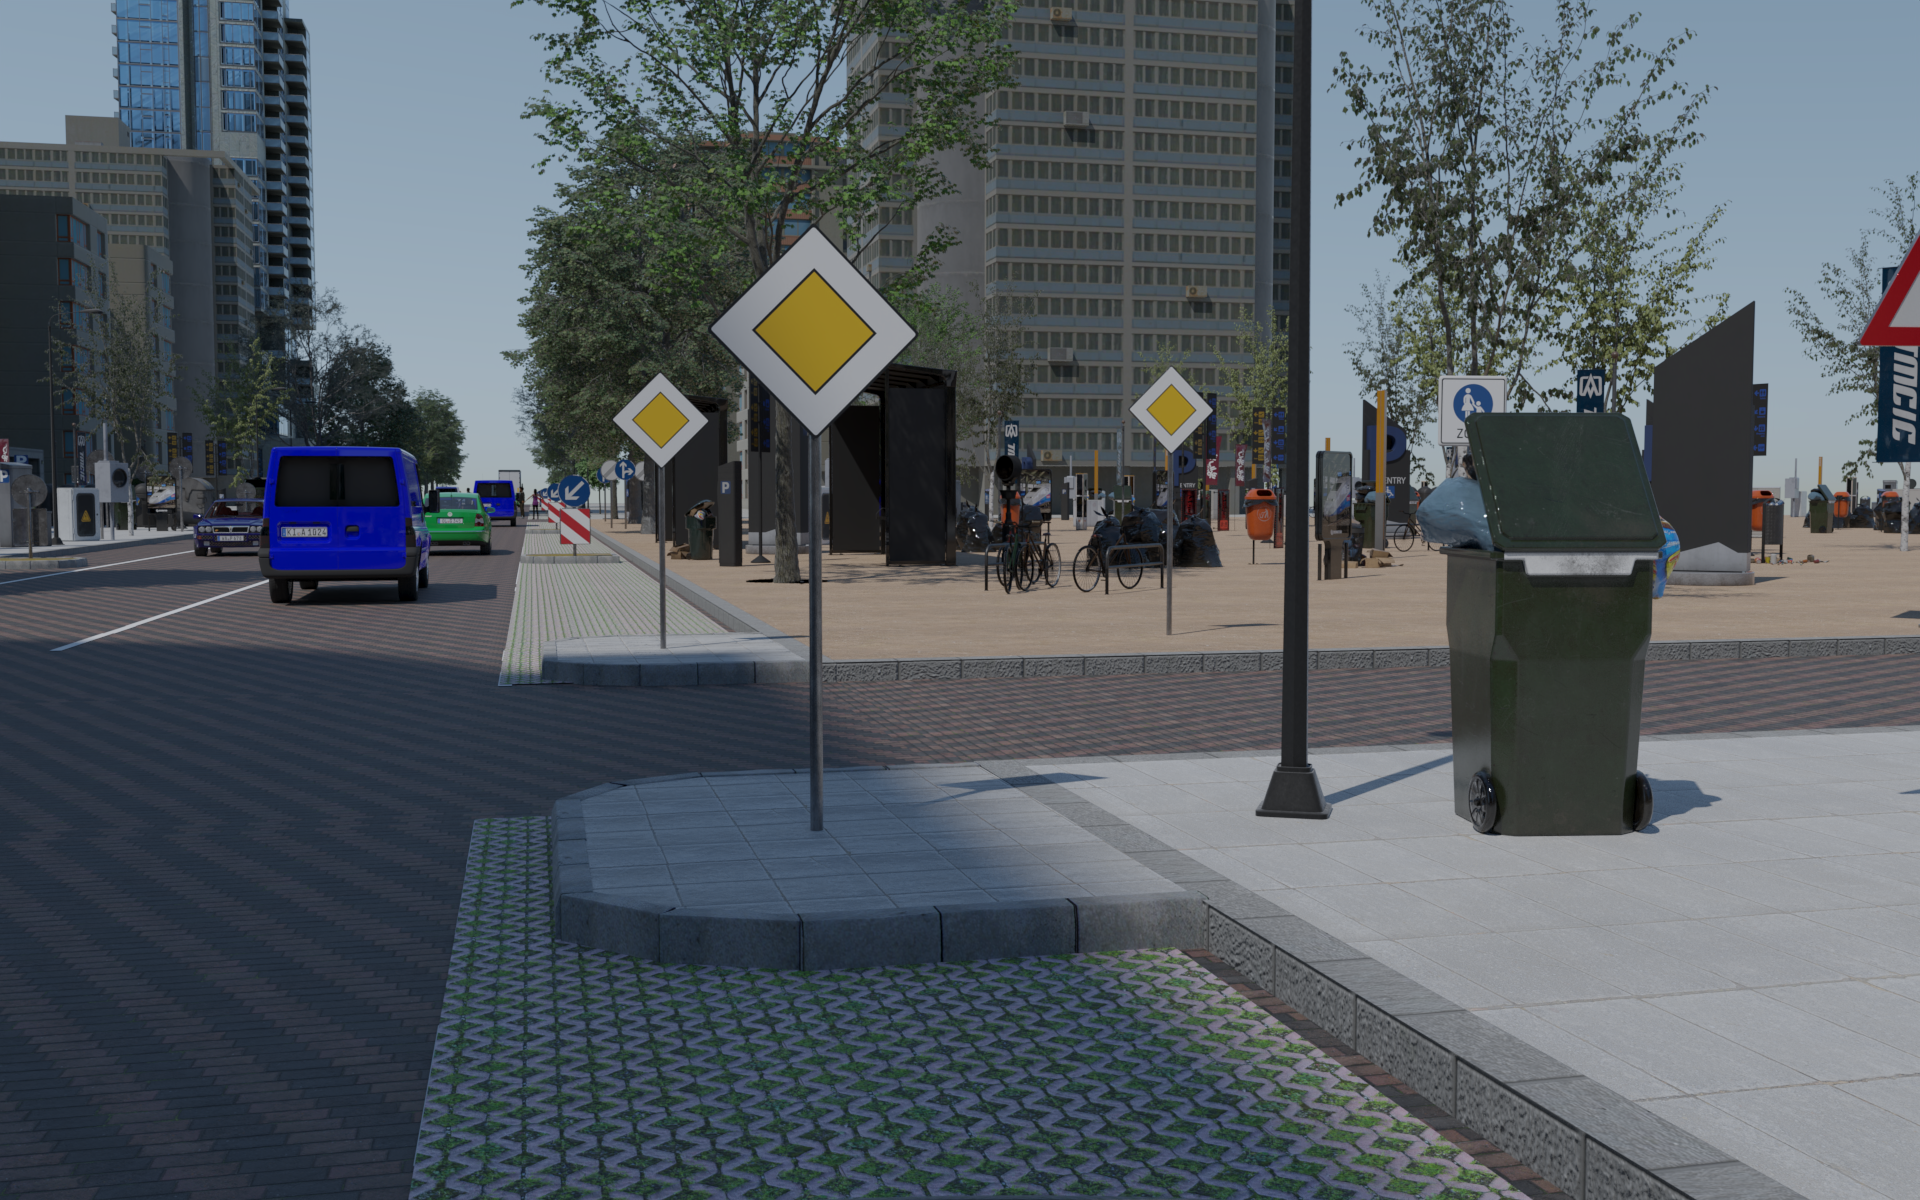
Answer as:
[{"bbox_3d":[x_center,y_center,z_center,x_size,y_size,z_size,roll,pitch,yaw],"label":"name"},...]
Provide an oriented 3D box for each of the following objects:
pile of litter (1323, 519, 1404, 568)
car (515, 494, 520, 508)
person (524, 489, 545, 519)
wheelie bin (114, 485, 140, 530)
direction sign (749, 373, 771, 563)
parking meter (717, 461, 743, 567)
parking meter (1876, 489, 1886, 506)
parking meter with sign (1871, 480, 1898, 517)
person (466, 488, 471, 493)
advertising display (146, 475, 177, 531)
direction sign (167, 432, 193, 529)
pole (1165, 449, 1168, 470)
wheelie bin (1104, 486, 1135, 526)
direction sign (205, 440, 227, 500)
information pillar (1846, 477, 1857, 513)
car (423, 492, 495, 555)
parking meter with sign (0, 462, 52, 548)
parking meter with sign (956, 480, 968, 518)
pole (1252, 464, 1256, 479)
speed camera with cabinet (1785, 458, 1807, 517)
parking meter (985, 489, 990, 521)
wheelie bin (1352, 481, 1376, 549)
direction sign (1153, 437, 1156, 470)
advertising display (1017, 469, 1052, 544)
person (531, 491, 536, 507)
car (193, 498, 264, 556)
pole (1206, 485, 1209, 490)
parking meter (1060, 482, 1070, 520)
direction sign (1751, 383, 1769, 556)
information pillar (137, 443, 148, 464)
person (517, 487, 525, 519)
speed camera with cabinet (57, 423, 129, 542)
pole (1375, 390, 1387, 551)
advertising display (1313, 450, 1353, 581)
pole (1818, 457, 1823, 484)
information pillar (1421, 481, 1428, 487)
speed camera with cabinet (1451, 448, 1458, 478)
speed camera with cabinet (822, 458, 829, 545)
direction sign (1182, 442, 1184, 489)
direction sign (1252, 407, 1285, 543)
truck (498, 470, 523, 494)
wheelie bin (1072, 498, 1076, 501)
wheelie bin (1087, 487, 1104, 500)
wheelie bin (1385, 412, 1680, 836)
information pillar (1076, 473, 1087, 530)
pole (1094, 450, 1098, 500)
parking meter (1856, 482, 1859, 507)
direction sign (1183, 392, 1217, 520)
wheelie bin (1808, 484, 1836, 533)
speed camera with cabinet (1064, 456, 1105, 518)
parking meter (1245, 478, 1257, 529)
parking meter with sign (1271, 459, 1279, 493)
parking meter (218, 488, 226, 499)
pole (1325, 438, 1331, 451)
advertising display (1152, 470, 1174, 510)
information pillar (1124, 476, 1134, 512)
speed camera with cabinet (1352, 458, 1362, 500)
[{"bbox_3d":[7.125,-1.012,30.512,1.719,0.858,1.176,-1,4,-20],"label":"pile of litter"},{"bbox_3d":[-47.966,-10.803,185.426,1.959,1.807,4.718,-1,4,-13],"label":"car"},{"bbox_3d":[-24.020,-5.426,97.891,1.217,1.739,0.721,-2,4,-31],"label":"person"},{"bbox_3d":[-29.764,-3.287,61.659,0.980,1.594,0.693,-3,5,-39],"label":"wheelie bin"},{"bbox_3d":[-3.716,-2.458,32.191,0.379,3.537,0.876,1,4,18],"label":"direction sign"},{"bbox_3d":[-4.071,-1.525,30.638,0.399,1.863,0.255,2,4,33],"label":"parking meter"},{"bbox_3d":[42.634,-4.389,80.171,0.372,1.533,0.369,0,3,0],"label":"parking meter"},{"bbox_3d":[50.887,-6.025,94.770,1.738,3.016,0.543,3,4,38],"label":"parking meter with sign"},{"bbox_3d":[-28.788,-5.674,101.367,0.705,1.812,1.348,2,4,28],"label":"person"},{"bbox_3d":[-27.525,-3.333,59.716,0.974,1.923,0.123,-1,4,-10],"label":"advertising display"},{"bbox_3d":[-28.731,-4.396,63.864,0.876,3.537,0.379,-3,5,-42],"label":"direction sign"},{"bbox_3d":[8.208,-4.562,68.437,0.158,3.312,0.155,0,3,0],"label":"pole"},{"bbox_3d":[5.965,-3.436,64.085,0.980,1.594,0.693,0,4,-2],"label":"wheelie bin"},{"bbox_3d":[-31.373,-4.960,73.092,0.379,3.537,0.876,3,5,43],"label":"direction sign"},{"bbox_3d":[39.036,-4.366,75.873,0.304,2.012,0.304,-2,4,-24],"label":"information pillar"},{"bbox_3d":[-12.285,-2.030,41.992,1.959,1.807,4.718,-1,4,-14],"label":"car"},{"bbox_3d":[-22.756,-2.783,41.765,0.543,3.016,1.738,1,4,16],"label":"parking meter with sign"},{"bbox_3d":[-0.293,-5.863,92.123,0.543,3.016,1.738,3,5,43],"label":"parking meter with sign"},{"bbox_3d":[13.683,-5.309,80.638,0.158,3.312,0.155,0,3,0],"label":"pole"},{"bbox_3d":[46.474,-6.236,96.288,0.660,3.252,2.038,3,5,43],"label":"speed camera with cabinet"},{"bbox_3d":[1.356,-4.498,81.946,0.372,1.533,0.369,0,3,0],"label":"parking meter"},{"bbox_3d":[9.703,-2.015,40.852,0.693,1.594,0.980,-2,4,-28],"label":"wheelie bin"},{"bbox_3d":[7.419,-4.530,66.061,0.379,3.537,0.876,0,4,2],"label":"direction sign"},{"bbox_3d":[1.902,-2.386,44.231,0.974,1.923,0.123,-2,4,-28],"label":"advertising display"},{"bbox_3d":[-45.694,-10.846,185.920,0.705,1.812,1.348,0,4,5],"label":"person"},{"bbox_3d":[-17.126,-1.754,41.253,1.945,1.354,3.894,-1,4,-16],"label":"car"},{"bbox_3d":[10.814,-5.015,75.836,0.158,3.312,0.155,0,3,0],"label":"pole"},{"bbox_3d":[5.141,-4.835,84.765,0.399,1.863,0.255,2,4,31],"label":"parking meter"},{"bbox_3d":[16.267,-2.679,35.794,0.379,3.537,0.876,-2,4,-28],"label":"direction sign"},{"bbox_3d":[-36.765,-5.295,77.923,0.183,3.616,0.504,2,4,29],"label":"information pillar"},{"bbox_3d":[-25.561,-5.676,100.938,0.705,1.869,1.348,-2,4,-28],"label":"person"},{"bbox_3d":[-23.851,-3.260,47.641,0.660,3.252,2.038,1,4,18],"label":"speed camera with cabinet"},{"bbox_3d":[8.298,-2.465,34.138,0.158,3.312,0.155,0,3,0],"label":"pole"},{"bbox_3d":[5.609,-1.271,25.995,0.123,1.923,0.974,3,5,39],"label":"advertising display"},{"bbox_3d":[46.823,-6.144,94.304,0.158,3.312,0.155,0,3,0],"label":"pole"},{"bbox_3d":[26.522,-5.774,98.892,0.304,2.012,0.304,-1,4,-16],"label":"information pillar"},{"bbox_3d":[18.136,-4.138,61.999,0.660,3.252,2.038,-1,4,-10],"label":"speed camera with cabinet"},{"bbox_3d":[-3.367,-3.049,44.189,0.660,3.252,2.038,1,4,23],"label":"speed camera with cabinet"},{"bbox_3d":[7.368,-3.994,57.293,0.379,3.537,0.876,1,4,10],"label":"direction sign"},{"bbox_3d":[8.045,-3.254,45.208,0.876,3.537,0.379,-1,4,-9],"label":"direction sign"},{"bbox_3d":[-53.197,-13.212,204.925,2.839,4.237,11.283,-1,4,-14],"label":"truck"},{"bbox_3d":[6.291,-5.058,90.612,0.693,1.594,0.980,-1,4,-21],"label":"wheelie bin"},{"bbox_3d":[6.435,-4.539,82.126,0.980,1.594,0.693,0,4,2],"label":"wheelie bin"},{"bbox_3d":[2.234,0.073,6.712,0.980,1.594,0.693,0,4,-3],"label":"wheelie bin"},{"bbox_3d":[4.300,-3.473,61.280,0.304,2.012,0.304,2,4,33],"label":"information pillar"},{"bbox_3d":[6.374,-5.330,80.985,0.158,3.312,0.155,0,3,0],"label":"pole"},{"bbox_3d":[43.521,-4.809,84.344,0.399,1.863,0.255,-2,4,-35],"label":"parking meter"},{"bbox_3d":[5.459,-2.854,38.666,0.379,3.537,0.876,3,5,42],"label":"direction sign"},{"bbox_3d":[28.151,-2.980,56.636,0.980,1.594,0.693,-3,5,-41],"label":"wheelie bin"},{"bbox_3d":[6.418,-5.798,89.138,2.038,3.252,0.660,1,4,20],"label":"speed camera with cabinet"},{"bbox_3d":[10.600,-3.508,63.072,0.399,1.863,0.255,-1,4,-21],"label":"parking meter"},{"bbox_3d":[15.818,-5.559,87.146,0.543,3.016,1.738,1,4,18],"label":"parking meter with sign"},{"bbox_3d":[-31.633,-4.026,74.229,0.372,1.533,0.369,0,3,0],"label":"parking meter"},{"bbox_3d":[13.268,-4.203,62.563,0.158,3.312,0.155,0,3,0],"label":"pole"},{"bbox_3d":[5.488,-2.542,46.771,0.123,1.923,0.974,3,4,37],"label":"advertising display"},{"bbox_3d":[6.699,-3.928,68.722,0.304,2.012,0.304,-3,4,-39],"label":"information pillar"},{"bbox_3d":[21.010,-6.124,94.471,2.038,3.252,0.660,-1,4,-21],"label":"speed camera with cabinet"}]
